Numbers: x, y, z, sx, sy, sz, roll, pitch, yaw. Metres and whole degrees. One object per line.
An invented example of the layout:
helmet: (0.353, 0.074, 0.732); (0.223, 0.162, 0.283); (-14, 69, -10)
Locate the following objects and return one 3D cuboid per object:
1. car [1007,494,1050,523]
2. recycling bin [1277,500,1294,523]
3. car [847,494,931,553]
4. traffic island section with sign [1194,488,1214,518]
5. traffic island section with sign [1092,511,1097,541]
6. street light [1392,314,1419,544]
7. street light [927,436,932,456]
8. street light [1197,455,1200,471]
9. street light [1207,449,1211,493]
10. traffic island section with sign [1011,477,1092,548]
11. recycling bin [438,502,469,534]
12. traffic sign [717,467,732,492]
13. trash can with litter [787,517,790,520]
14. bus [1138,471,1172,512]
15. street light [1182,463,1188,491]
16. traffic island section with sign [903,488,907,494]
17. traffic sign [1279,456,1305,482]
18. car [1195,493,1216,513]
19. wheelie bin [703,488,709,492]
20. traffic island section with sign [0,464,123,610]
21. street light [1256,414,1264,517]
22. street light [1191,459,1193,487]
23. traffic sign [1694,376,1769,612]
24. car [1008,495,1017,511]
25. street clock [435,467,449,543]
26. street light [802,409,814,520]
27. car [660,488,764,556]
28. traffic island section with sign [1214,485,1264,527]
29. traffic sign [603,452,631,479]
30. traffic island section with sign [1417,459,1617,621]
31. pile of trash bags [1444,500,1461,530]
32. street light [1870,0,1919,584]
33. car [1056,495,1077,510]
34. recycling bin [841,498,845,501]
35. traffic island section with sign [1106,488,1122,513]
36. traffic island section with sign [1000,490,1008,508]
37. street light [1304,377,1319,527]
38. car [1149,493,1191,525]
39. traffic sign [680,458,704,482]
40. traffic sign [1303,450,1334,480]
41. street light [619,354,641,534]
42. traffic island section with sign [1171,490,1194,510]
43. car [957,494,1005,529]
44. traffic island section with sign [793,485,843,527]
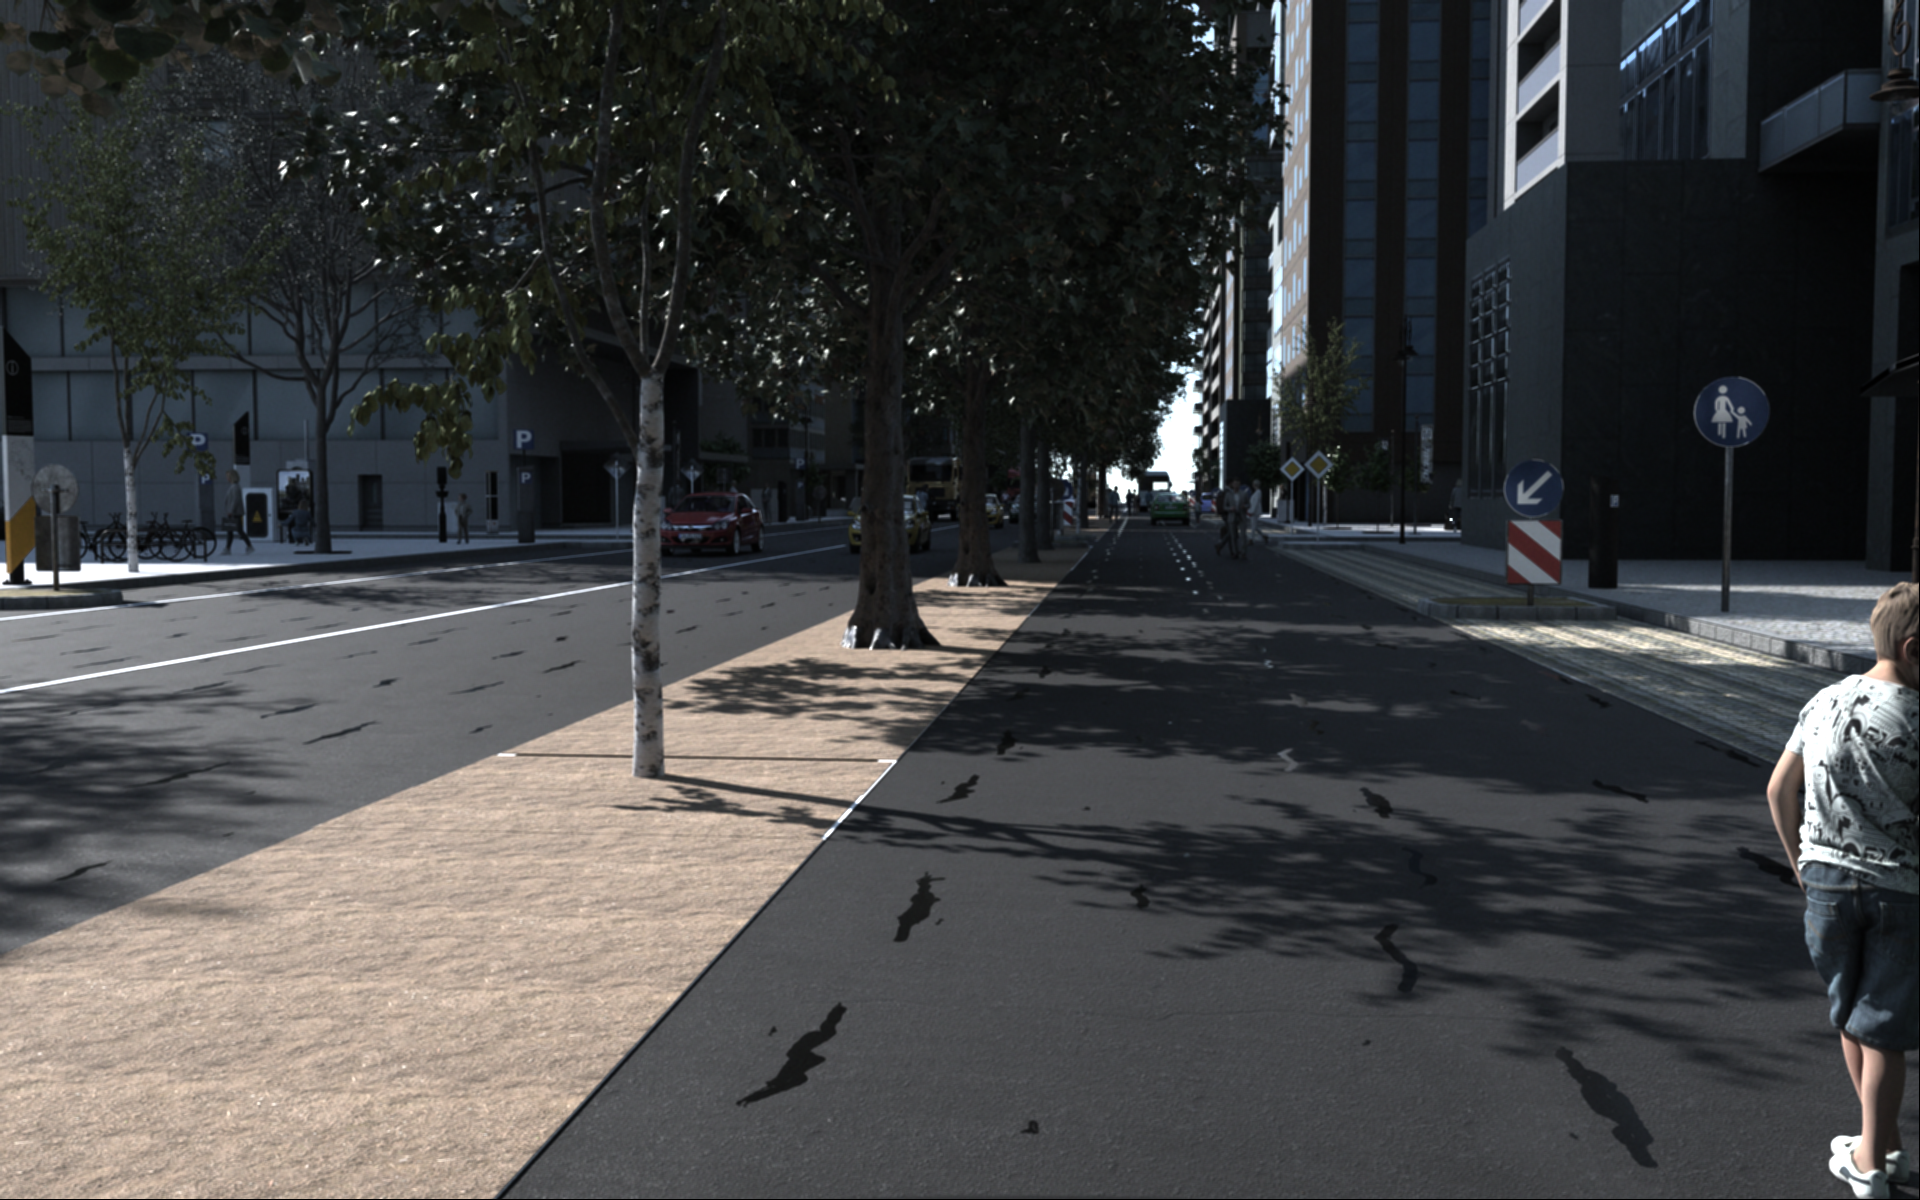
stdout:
car: (3.457, -4.536, 85.954); (2.131, 1.459, 4.920); (0, 4, 6)
recycling bin: (14.377, -3.910, 76.478); (0.722, 1.027, 0.722); (1, 4, 8)
car: (-1.724, -2.015, 43.175); (2.015, 1.641, 3.980); (0, 4, 5)
traffic island section with sign: (15.093, -5.756, 102.742); (1.989, 1.847, 2.006); (0, 4, 6)
traffic island section with sign: (3.220, -2.792, 53.784); (2.006, 1.907, 1.989); (0, 4, 6)
street light: (11.447, -4.396, 44.659); (0.468, 5.910, 1.993); (0, 4, 6)
street light: (-2.404, -9.807, 133.138); (0.468, 5.910, 1.993); (0, 4, 6)
street light: (27.888, -14.070, 202.837); (0.468, 5.910, 1.993); (0, 4, 6)
street light: (24.966, -12.290, 173.728); (0.468, 5.910, 1.993); (0, 4, 6)
traffic island section with sign: (2.441, -2.341, 46.418); (2.006, 1.907, 1.989); (0, 4, 6)
recycling bin: (-16.226, -2.625, 55.476); (0.722, 1.027, 0.722); (1, 4, 10)
traffic sign: (-9.049, -3.939, 66.528); (0.606, 2.300, 0.079); (0, 4, 7)
trash can with litter: (-8.916, -4.502, 84.995); (1.055, 1.170, 0.624); (-3, 4, -36)
bus: (16.180, -9.115, 143.897); (2.948, 3.499, 13.247); (0, 4, 7)
street light: (33.516, -17.343, 256.346); (0.468, 5.910, 1.993); (0, 4, 6)
traffic island section with sign: (-3.423, -5.879, 104.756); (1.989, 1.847, 2.006); (0, 4, 6)
traffic sign: (10.237, -3.127, 53.311); (0.795, 2.593, 0.064); (0, 4, 6)
car: (16.374, -6.343, 113.292); (1.945, 1.707, 3.694); (0, 4, 6)
wheelie bin: (-12.720, -4.746, 85.505); (0.693, 1.594, 0.980); (3, 5, 42)
traffic island section with sign: (-12.020, -0.838, 22.326); (1.989, 1.847, 2.006); (0, 4, 6)
street light: (16.965, -7.666, 98.134); (0.468, 5.910, 1.993); (0, 4, 6)
street light: (30.472, -15.563, 227.250); (0.468, 5.910, 1.993); (0, 4, 6)
traffic sign: (8.354, -1.145, 18.834); (0.768, 2.556, 0.104); (1, 4, 11)
car: (4.973, -8.109, 145.163); (1.945, 1.354, 3.894); (0, 4, 7)
street clock: (-13.717, -2.528, 45.895); (0.358, 2.002, 0.471); (-1, 4, -20)
street light: (-7.516, -6.858, 84.919); (0.468, 5.910, 1.993); (0, 4, 6)
car: (-5.910, -1.979, 41.391); (2.155, 1.783, 4.494); (0, 4, 5)
traffic island section with sign: (12.285, -4.117, 75.933); (1.989, 1.847, 2.006); (0, 4, 6)
traffic sign: (-9.383, -2.762, 47.346); (0.795, 2.593, 0.064); (0, 4, 6)
traffic island section with sign: (6.505, -0.727, 20.507); (1.989, 1.847, 2.006); (0, 4, 6)
pile of trash bags: (18.809, -3.147, 61.213); (3.447, 1.369, 1.912); (2, 4, 25)
street light: (8.244, -2.566, 14.741); (0.468, 5.910, 1.993); (0, 4, 6)
car: (9.656, -8.911, 158.062); (2.083, 1.381, 4.827); (0, 4, 5)
recycling bin: (-7.807, -6.530, 119.322); (0.722, 1.027, 0.722); (0, 4, -1)
traffic island section with sign: (11.022, -7.363, 128.518); (2.006, 1.907, 1.989); (0, 4, 6)
traffic island section with sign: (4.613, -10.579, 181.595); (1.989, 1.847, 2.006); (0, 4, 6)
street light: (13.831, -5.841, 68.291); (0.468, 5.910, 1.993); (0, 4, 6)
car: (9.847, -4.431, 81.235); (1.959, 1.807, 4.718); (0, 4, 6)
traffic sign: (-8.553, -3.248, 55.288); (0.795, 2.593, 0.064); (0, 4, 6)
traffic sign: (9.407, -2.641, 45.369); (0.795, 2.593, 0.064); (0, 4, 6)
street light: (-10.506, -5.078, 55.817); (0.468, 5.910, 1.993); (0, 4, 6)
traffic island section with sign: (23.086, -10.437, 179.268); (1.989, 1.847, 2.006); (0, 4, 6)
car: (0.908, -3.826, 72.775); (2.015, 1.641, 3.980); (0, 4, 5)
traffic island section with sign: (-6.298, -4.193, 77.182); (1.989, 1.847, 2.006); (0, 4, 6)
